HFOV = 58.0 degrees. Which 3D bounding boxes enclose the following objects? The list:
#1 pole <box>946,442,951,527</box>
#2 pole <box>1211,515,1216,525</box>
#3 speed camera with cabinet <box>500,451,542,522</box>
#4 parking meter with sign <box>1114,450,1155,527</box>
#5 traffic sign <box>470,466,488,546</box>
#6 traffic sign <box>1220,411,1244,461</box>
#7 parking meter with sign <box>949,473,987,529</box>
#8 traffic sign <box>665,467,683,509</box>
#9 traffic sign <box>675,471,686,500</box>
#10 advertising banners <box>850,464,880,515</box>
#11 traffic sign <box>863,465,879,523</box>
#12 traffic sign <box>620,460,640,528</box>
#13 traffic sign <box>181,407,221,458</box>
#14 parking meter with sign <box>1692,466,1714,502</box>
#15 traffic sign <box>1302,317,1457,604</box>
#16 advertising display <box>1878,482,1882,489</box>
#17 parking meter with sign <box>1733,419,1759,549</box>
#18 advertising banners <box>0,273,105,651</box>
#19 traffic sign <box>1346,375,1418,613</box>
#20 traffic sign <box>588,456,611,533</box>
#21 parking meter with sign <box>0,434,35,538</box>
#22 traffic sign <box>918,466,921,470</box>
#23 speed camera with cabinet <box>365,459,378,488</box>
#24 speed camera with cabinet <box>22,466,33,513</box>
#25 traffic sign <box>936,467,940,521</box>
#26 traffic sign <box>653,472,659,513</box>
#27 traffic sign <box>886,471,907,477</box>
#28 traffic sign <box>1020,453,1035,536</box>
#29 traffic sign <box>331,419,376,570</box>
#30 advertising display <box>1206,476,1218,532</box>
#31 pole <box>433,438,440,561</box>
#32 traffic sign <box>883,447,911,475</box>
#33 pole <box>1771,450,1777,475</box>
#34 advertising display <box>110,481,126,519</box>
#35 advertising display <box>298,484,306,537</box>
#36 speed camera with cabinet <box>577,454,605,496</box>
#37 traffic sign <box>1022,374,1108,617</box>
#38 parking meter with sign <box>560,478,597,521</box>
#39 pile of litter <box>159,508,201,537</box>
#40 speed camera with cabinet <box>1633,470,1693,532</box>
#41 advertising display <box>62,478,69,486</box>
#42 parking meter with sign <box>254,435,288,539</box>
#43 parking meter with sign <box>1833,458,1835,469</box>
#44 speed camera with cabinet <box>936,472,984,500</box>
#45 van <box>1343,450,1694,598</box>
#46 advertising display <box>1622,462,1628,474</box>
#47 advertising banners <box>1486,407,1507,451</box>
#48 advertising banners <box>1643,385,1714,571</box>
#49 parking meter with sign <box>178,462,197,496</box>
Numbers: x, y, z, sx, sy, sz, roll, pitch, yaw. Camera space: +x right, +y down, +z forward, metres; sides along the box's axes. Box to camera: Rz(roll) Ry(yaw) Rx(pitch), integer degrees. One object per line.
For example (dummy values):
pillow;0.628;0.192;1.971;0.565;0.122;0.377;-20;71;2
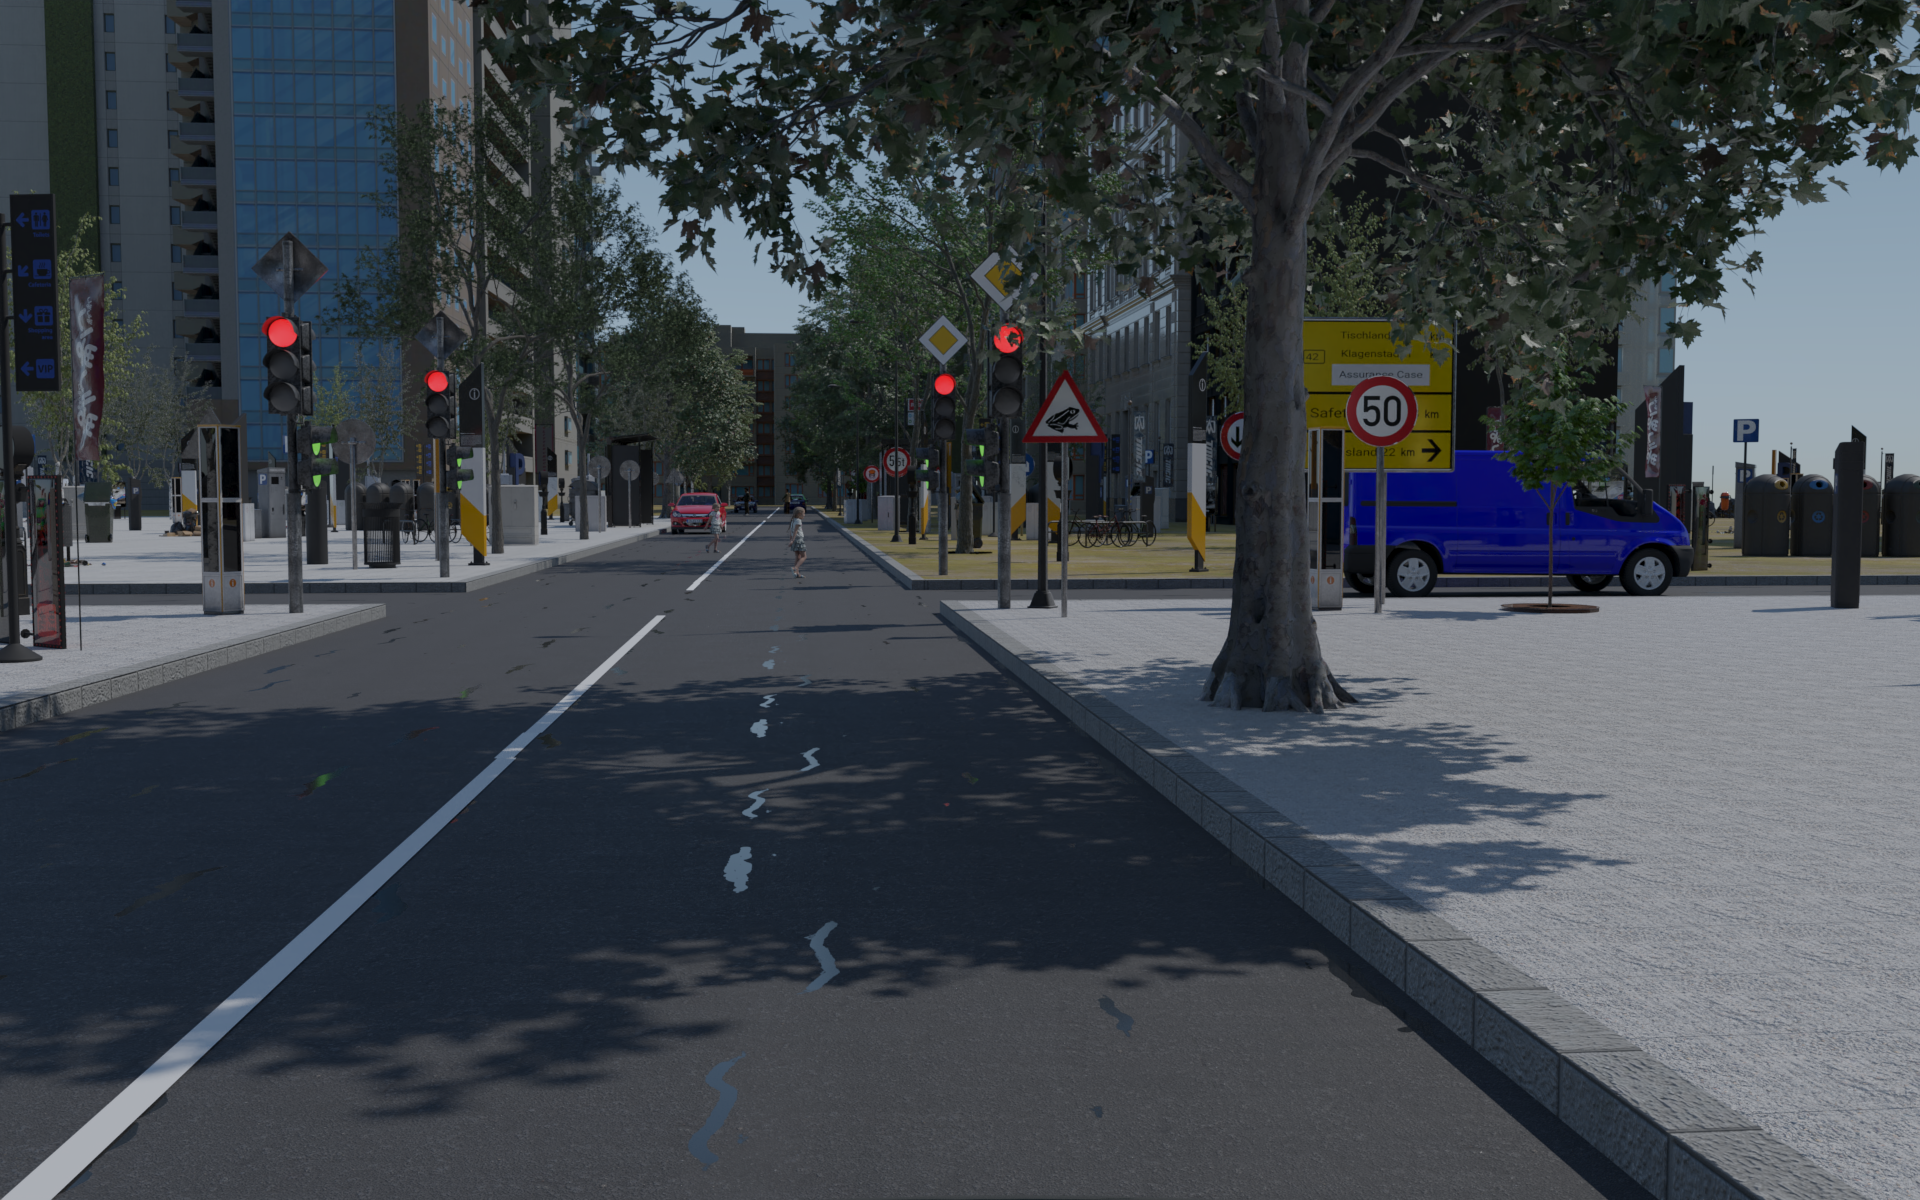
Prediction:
pole;-0.444;-4.549;68.227;0.158;3.312;0.155;0;3;0
pole;10.678;-4.840;72.975;0.158;3.312;0.155;0;3;0
speed camera with cabinet;-20.159;-5.188;79.162;2.038;3.252;0.660;-2;4;-26
parking meter with sign;6.804;-4.370;67.705;1.738;3.016;0.543;-3;5;-39
traffic sign;-12.008;-2.597;42.470;0.884;2.594;0.081;0;4;-4
traffic sign;4.385;-1.632;26.787;0.768;2.556;0.104;0;4;-5
parking meter with sign;0.148;-4.172;64.479;1.738;3.016;0.543;0;4;-1
traffic sign;-13.902;-5.147;84.164;0.884;2.594;0.081;0;4;-5
traffic sign;-13.909;-5.156;85.489;0.795;2.450;0.064;0;4;-1
advertising banners;-5.311;-6.182;97.265;2.074;3.025;0.090;-2;4;-25
traffic sign;-3.901;-4.698;76.914;0.768;2.556;0.104;0;3;0
traffic sign;-12.400;-3.970;65.021;0.768;2.556;0.104;0;4;3
traffic sign;-11.205;-1.585;25.916;0.884;2.594;0.081;0;4;-3
parking meter with sign;45.346;-6.739;106.447;1.738;3.016;0.543;1;4;23
traffic sign;4.601;-1.601;20.046;2.265;3.308;0.079;0;4;-3
advertising display;46.762;-5.122;88.953;0.974;1.923;0.123;2;4;29
parking meter with sign;18.577;-2.730;40.897;0.543;3.016;1.738;2;4;27
advertising banners;-7.620;-1.113;14.383;2.074;3.025;0.090;2;4;35
traffic sign;4.516;-1.133;18.629;0.768;2.556;0.104;0;4;2
traffic sign;-11.948;-3.503;57.381;0.768;2.556;0.104;0;4;4
parking meter with sign;-27.889;-3.335;50.795;1.738;3.016;0.543;2;4;28
traffic sign;-1.523;-4.643;76.017;0.768;2.556;0.104;0;4;-5
speed camera with cabinet;-29.533;-5.685;87.279;0.660;3.252;2.038;-2;4;-24
speed camera with cabinet;-31.601;-3.854;57.341;2.038;3.252;0.660;2;4;26
traffic sign;-1.032;-5.027;82.188;0.884;2.594;0.081;0;4;1
traffic sign;-17.451;-6.008;98.338;0.768;2.556;0.104;0;4;-2
traffic sign;-1.908;-3.204;52.484;0.768;2.556;0.104;0;4;1
traffic sign;1.891;-3.230;52.924;0.768;2.556;0.104;0;4;-5
traffic sign;-10.275;-1.788;29.343;0.768;2.556;0.104;0;4;1
advertising display;8.329;-3.280;58.847;0.974;1.923;0.123;3;5;44
pole;-9.983;-2.405;33.172;0.158;3.312;0.155;0;3;0
traffic sign;-1.711;-2.870;47.034;0.768;2.556;0.104;0;4;-1
pole;37.400;-5.247;79.633;0.158;3.312;0.155;0;3;0
advertising display;-43.128;-5.099;88.576;0.123;1.923;0.974;2;4;31
advertising display;-19.778;-2.879;52.293;0.123;1.923;0.974;0;4;-1
speed camera with cabinet;-17.960;-5.561;85.266;0.660;3.252;2.038;2;4;28
traffic sign;1.084;-1.097;17.948;0.884;2.594;0.081;0;4;2
parking meter with sign;-17.901;-5.208;81.405;1.738;3.016;0.543;-2;4;-30
pile of litter;-23.347;-2.361;52.568;1.719;0.858;1.176;0;4;-6
speed camera with cabinet;24.109;-3.972;59.281;2.038;3.252;0.660;-1;4;-11
advertising display;-35.311;-3.860;68.328;0.123;1.923;0.974;-1;4;-15
parking meter with sign;-20.051;-3.310;50.380;0.543;3.016;1.738;1;4;23
parking meter with sign;42.798;-5.307;83.025;0.543;3.016;1.738;-2;4;-33
speed camera with cabinet;0.019;-4.786;72.582;2.038;3.252;0.660;-2;4;-27
van;7.657;-1.231;24.518;5.245;2.365;2.240;0;4;-7
advertising display;13.090;-1.839;35.284;0.974;1.923;0.123;3;5;44
advertising banners;10.071;-2.351;34.634;2.074;3.025;0.090;-1;4;-17
advertising banners;11.770;-1.972;28.422;2.074;3.025;0.090;-3;4;-36
parking meter with sign;-42.286;-6.093;95.879;1.738;3.016;0.543;-1;4;-19
